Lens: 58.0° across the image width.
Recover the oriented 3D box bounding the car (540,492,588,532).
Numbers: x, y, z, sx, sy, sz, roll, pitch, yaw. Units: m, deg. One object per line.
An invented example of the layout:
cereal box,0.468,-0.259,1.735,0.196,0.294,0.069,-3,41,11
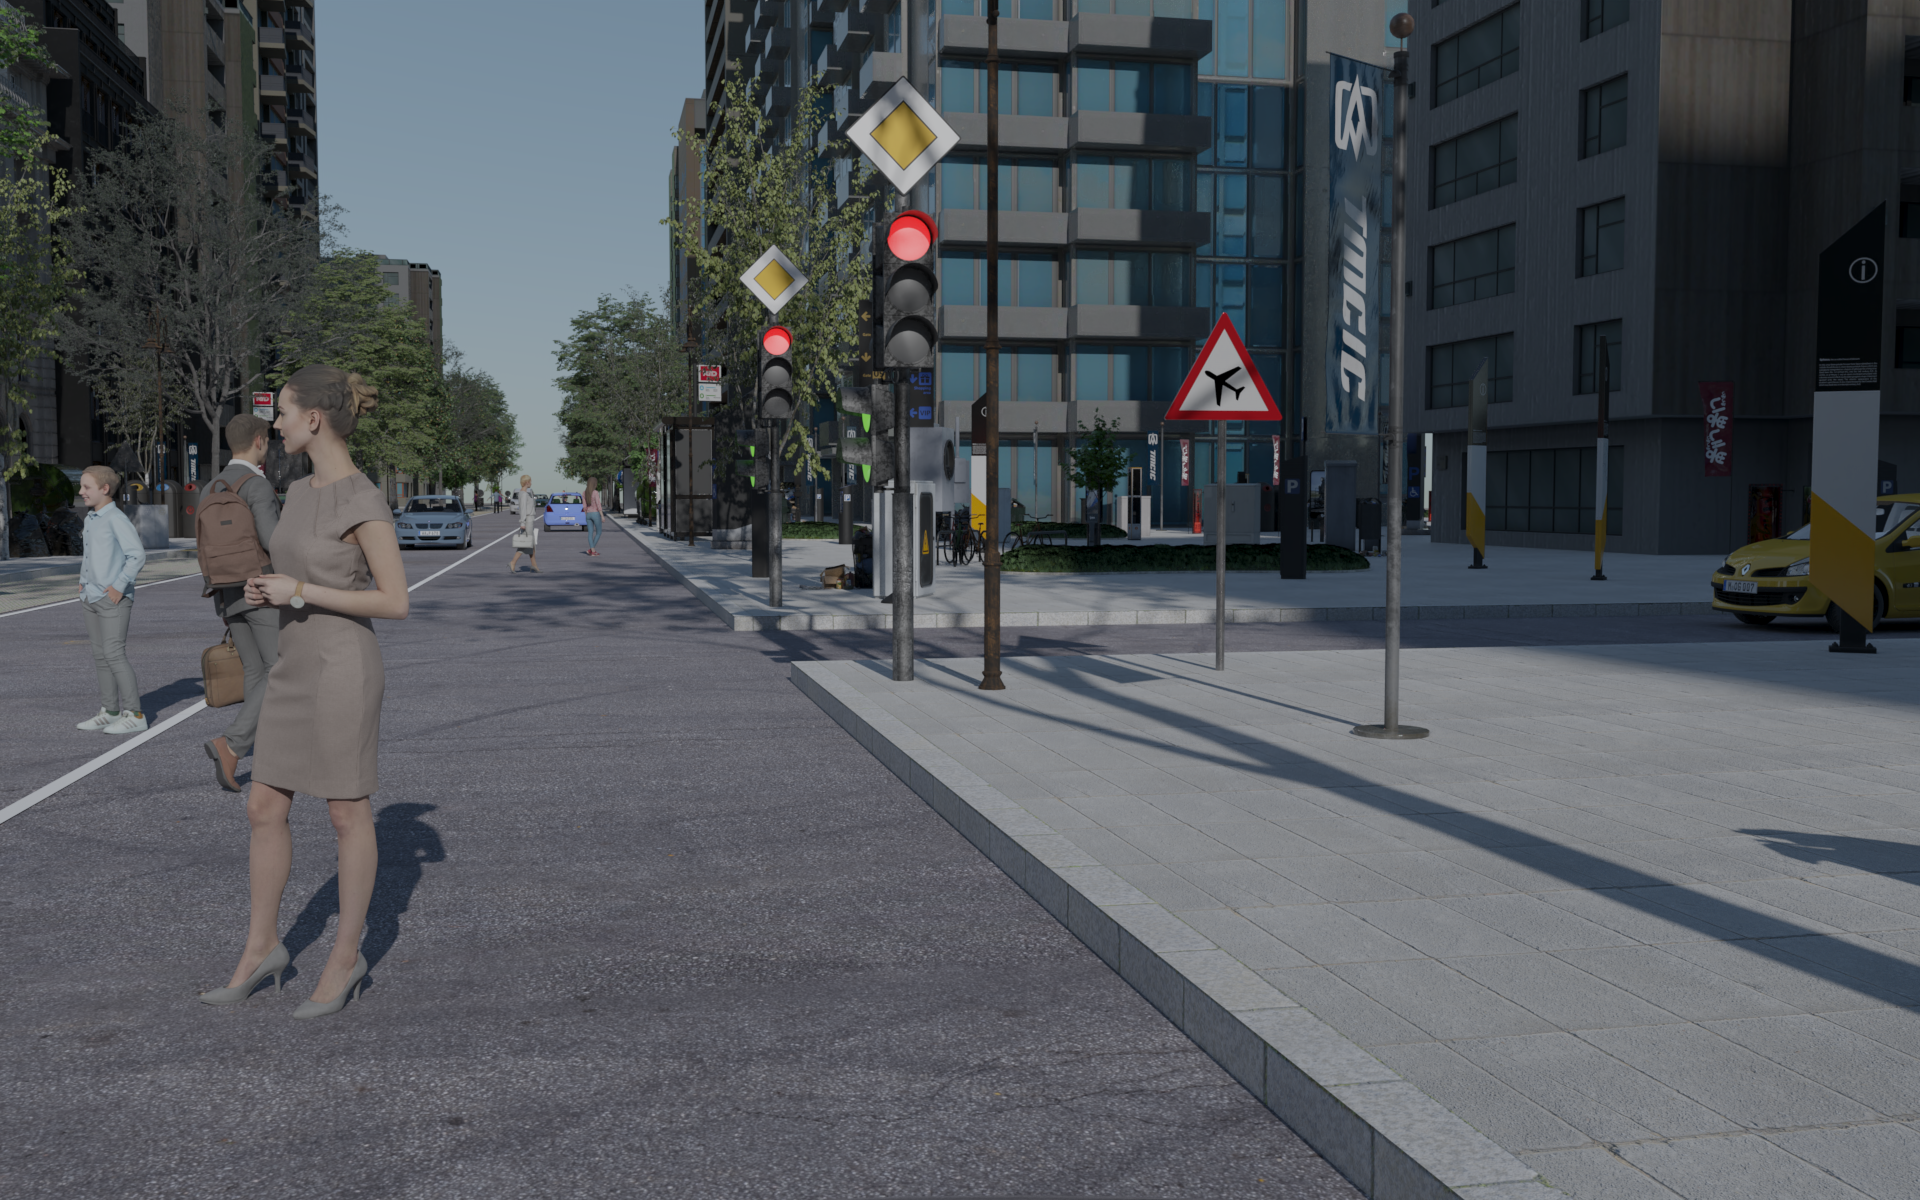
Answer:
car,-15.193,-3.499,66.803,1.945,1.707,3.694,-1,4,-14

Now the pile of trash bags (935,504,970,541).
pile of trash bags,0.210,-2.324,47.743,1.912,1.369,3.447,-1,4,-19

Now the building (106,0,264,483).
building,-46.846,-19.742,94.486,14.160,30.474,14.107,-1,4,-12

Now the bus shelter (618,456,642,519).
bus shelter,-16.179,-5.719,87.433,2.014,3.302,5.546,-1,4,-12

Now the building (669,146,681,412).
building,-27.296,-32.041,207.469,14.154,41.232,14.086,-1,4,-12

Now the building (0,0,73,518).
building,-36.971,-12.838,51.696,13.314,21.916,24.055,-1,4,-12

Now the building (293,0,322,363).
building,-60.246,-42.771,137.551,20.563,71.187,20.611,-1,4,-12

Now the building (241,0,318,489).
building,-55.162,-28.108,114.190,22.147,44.769,28.867,-1,4,-12

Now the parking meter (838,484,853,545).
parking meter,-2.904,-2.179,44.045,0.372,1.533,0.369,0,3,0

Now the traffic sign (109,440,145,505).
traffic sign,-20.010,-2.542,41.562,0.884,2.594,0.081,0,4,-7

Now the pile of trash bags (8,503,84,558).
pile of trash bags,-19.807,-1.631,36.412,3.447,1.369,1.912,3,5,40

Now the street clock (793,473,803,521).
street clock,-5.445,-3.280,58.204,0.358,2.002,0.471,0,4,-5

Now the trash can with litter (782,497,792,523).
trash can with litter,-5.917,-2.948,59.580,0.624,1.170,1.055,-2,4,-34

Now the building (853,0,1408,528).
building,5.687,-28.026,77.841,23.786,49.044,30.456,-1,4,-12

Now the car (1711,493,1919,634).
car,10.129,-0.517,18.685,3.980,1.641,2.015,-1,4,-14

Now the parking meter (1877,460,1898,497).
parking meter,15.531,-1.435,29.181,0.399,1.863,0.255,0,4,-8

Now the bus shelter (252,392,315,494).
bus shelter,-27.179,-5.694,70.721,2.179,5.291,8.768,-1,4,-12

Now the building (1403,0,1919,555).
building,19.789,-16.394,39.737,14.107,30.474,14.160,-1,4,-12

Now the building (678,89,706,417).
building,-23.917,-33.240,193.584,14.600,45.320,14.200,-1,4,-12

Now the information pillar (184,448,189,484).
information pillar,-36.773,-5.570,82.418,0.504,3.616,0.183,3,5,42

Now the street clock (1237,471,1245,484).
street clock,9.002,-3.114,55.479,0.358,2.002,0.471,0,4,4

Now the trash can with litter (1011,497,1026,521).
trash can with litter,2.073,-2.738,56.146,1.055,1.170,0.624,0,4,-7

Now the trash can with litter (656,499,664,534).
trash can with litter,-9.617,-2.739,56.171,0.624,1.170,1.055,-1,4,-19

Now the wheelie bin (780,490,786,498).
wheelie bin,-8.345,-4.397,79.803,0.693,1.594,0.980,-1,4,-11

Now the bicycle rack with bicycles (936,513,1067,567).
bicycle rack with bicycles,0.587,-1.101,31.391,2.852,0.926,2.925,2,4,27

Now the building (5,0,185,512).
building,-40.527,-14.775,71.252,12.332,23.373,15.834,-1,4,-12

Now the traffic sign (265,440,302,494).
traffic sign,-25.925,-4.361,65.169,2.265,3.308,0.079,0,4,-6

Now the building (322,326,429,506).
building,-74.048,-21.102,190.052,27.650,21.520,28.899,-1,4,-12

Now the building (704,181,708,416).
building,-16.002,-23.504,155.989,14.160,30.474,14.107,-1,4,-12

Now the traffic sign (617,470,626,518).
traffic sign,-17.688,-5.581,91.358,0.768,2.556,0.104,0,4,-3

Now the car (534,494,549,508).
car,-40.020,-9.507,165.225,2.009,1.686,4.222,-1,4,-14

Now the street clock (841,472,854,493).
street clock,-3.733,-3.269,58.018,0.471,2.002,0.358,2,4,32

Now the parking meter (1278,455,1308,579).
parking meter,5.022,-1.250,26.143,0.399,1.863,0.255,1,4,22

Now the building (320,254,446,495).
building,-71.260,-26.982,212.851,14.160,30.474,14.107,-1,4,-12

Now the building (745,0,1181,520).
building,-2.122,-30.210,113.539,23.786,49.044,30.456,-1,4,-12

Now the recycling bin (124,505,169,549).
recycling bin,-19.102,-1.719,40.664,0.722,1.027,0.722,2,4,34

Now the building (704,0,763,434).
building,-8.825,-31.497,138.684,21.300,48.544,21.600,-1,4,-12

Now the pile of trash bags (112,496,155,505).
pile of trash bags,-21.611,-2.118,44.387,1.912,1.369,3.447,-1,4,-15

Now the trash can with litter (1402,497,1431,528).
trash can with litter,16.254,-3.085,61.831,1.055,1.170,0.624,0,4,-3

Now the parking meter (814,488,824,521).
parking meter,-5.517,-3.623,67.648,0.372,1.533,0.369,0,3,0

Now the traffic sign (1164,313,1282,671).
traffic sign,1.889,-0.765,12.517,0.884,2.594,0.081,-1,4,-11

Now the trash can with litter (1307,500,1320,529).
trash can with litter,12.842,-3.159,63.031,0.624,1.170,1.055,0,4,7

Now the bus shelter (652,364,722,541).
bus shelter,-7.894,-4.492,51.074,2.179,5.291,8.768,-1,4,-12

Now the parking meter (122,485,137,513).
parking meter,-22.850,-2.403,47.693,0.372,1.533,0.369,0,3,0

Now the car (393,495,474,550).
car,-13.848,-2.060,45.688,2.014,1.417,4.499,-1,4,-13

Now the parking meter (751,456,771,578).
parking meter,-3.032,-1.281,26.660,0.255,1.863,0.399,1,4,14

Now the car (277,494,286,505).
car,-10.533,-0.947,27.279,2.131,1.459,4.920,-1,4,-12

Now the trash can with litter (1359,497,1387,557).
trash can with litter,8.095,-1.514,35.818,2.233,1.210,1.678,-2,4,-23
